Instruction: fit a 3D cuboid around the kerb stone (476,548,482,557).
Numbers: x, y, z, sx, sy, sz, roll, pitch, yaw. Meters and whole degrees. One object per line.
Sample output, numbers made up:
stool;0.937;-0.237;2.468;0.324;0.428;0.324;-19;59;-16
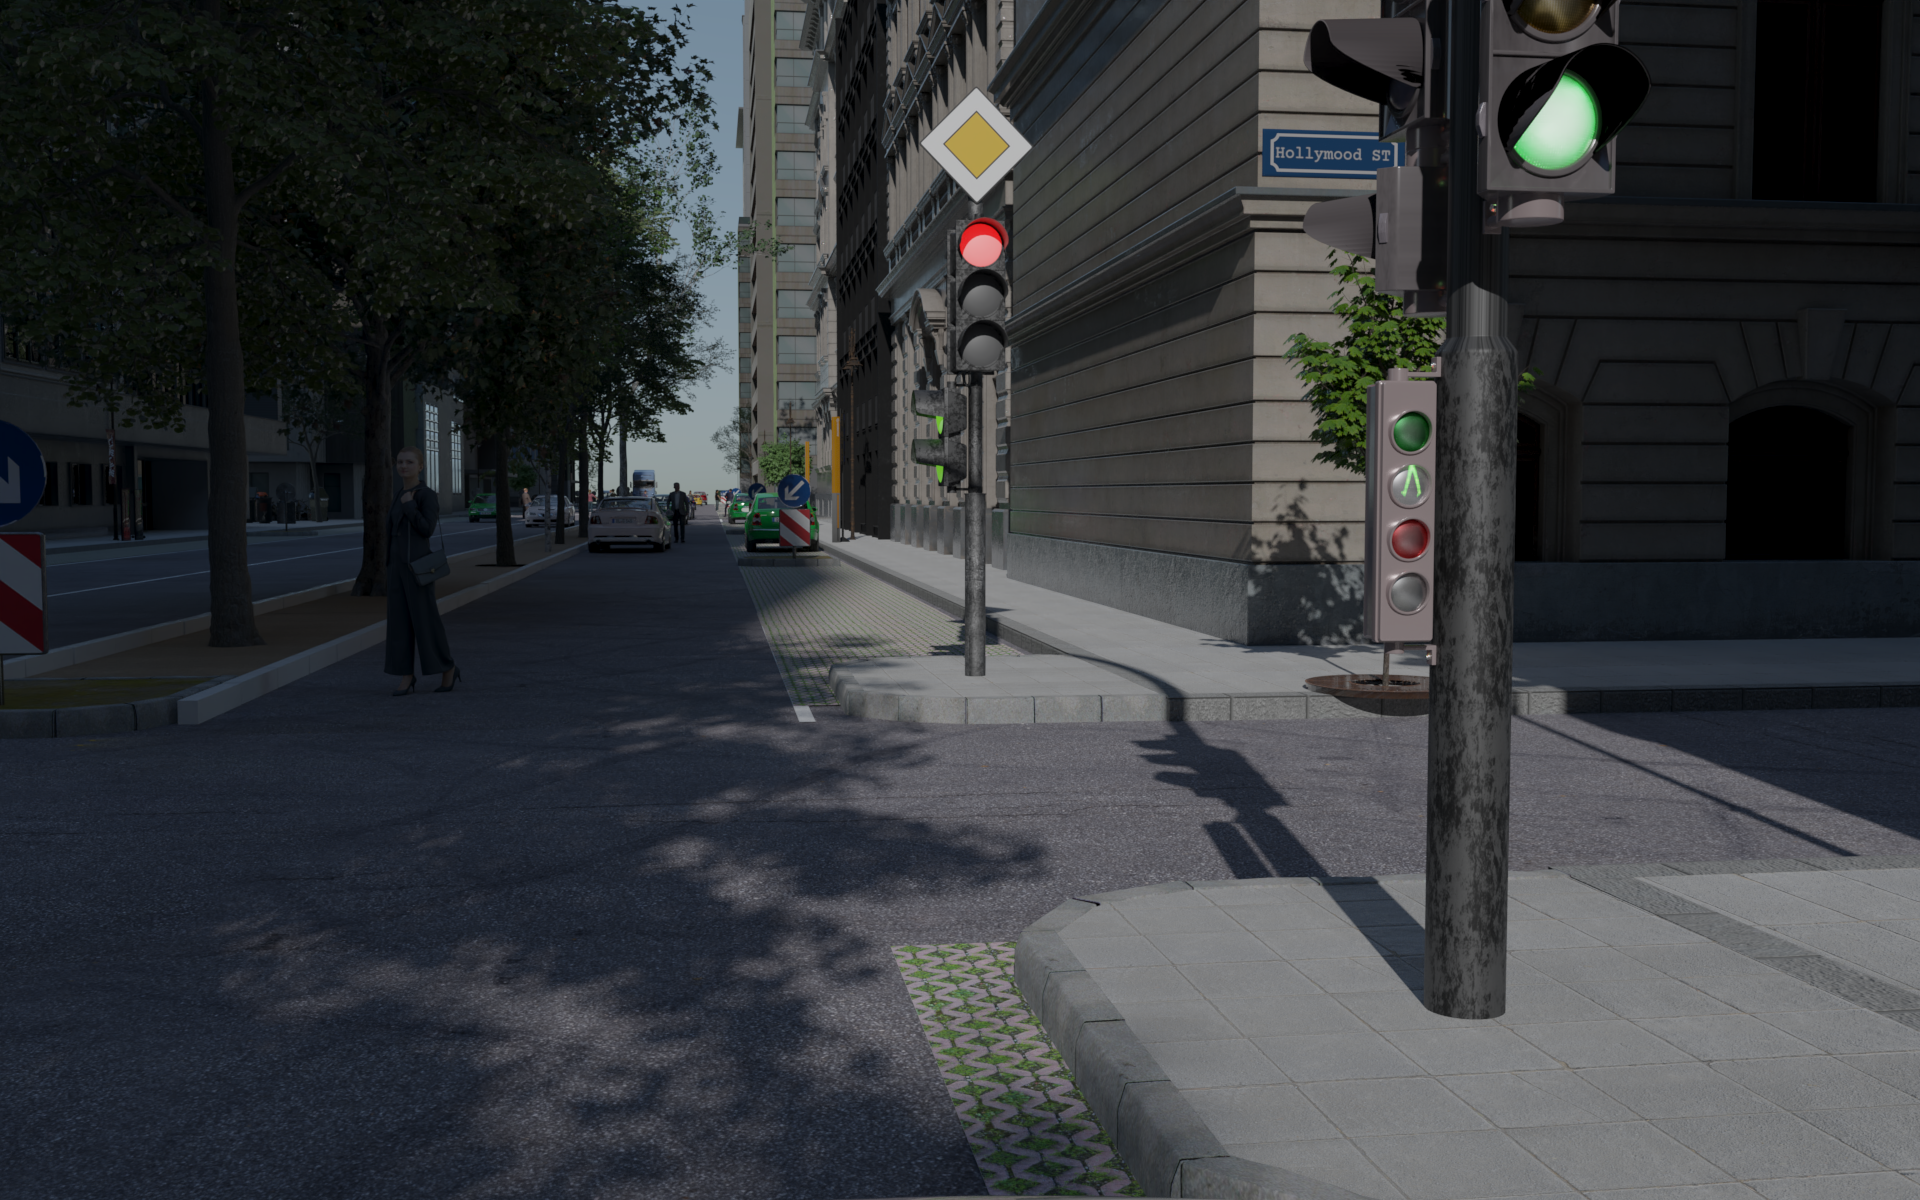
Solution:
kerb stone;-11.056;-1.049;39.354;0.120;0.150;1.000;-1;4;-8

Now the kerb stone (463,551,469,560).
kerb stone;-10.757;-0.925;37.315;0.120;0.150;1.000;-1;4;-8

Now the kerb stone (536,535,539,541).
kerb stone;-12.951;-1.856;52.538;0.120;0.150;1.000;-1;4;-8

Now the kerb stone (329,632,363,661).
kerb stone;-5.461;0.421;15.315;0.120;0.150;1.000;-1;4;-8

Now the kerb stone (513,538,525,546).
kerb stone;-12.365;-1.604;48.486;0.120;0.150;1.000;-1;4;-8

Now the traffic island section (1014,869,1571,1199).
traffic island section;1.271;1.097;4.346;2.009;0.180;2.903;-1;4;-8

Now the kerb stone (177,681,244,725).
kerb stone;-4.873;0.670;11.264;0.120;0.150;1.000;-1;4;-8

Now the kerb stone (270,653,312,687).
kerb stone;-5.170;0.545;13.286;0.120;0.150;1.000;-1;4;-8

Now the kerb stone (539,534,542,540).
kerb stone;-13.104;-1.918;53.548;0.120;0.150;1.000;-1;4;-8

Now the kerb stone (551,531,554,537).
kerb stone;-13.683;-2.166;57.616;0.120;0.150;1.000;-1;4;-8

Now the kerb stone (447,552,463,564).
kerb stone;-10.607;-0.862;36.297;0.120;0.150;1.000;-1;4;-8

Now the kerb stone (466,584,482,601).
kerb stone;-6.631;-0.075;23.420;0.120;0.150;1.000;-1;4;-8

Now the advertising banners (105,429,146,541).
advertising banners;-22.848;-3.132;47.403;0.090;3.025;2.074;0;4;0

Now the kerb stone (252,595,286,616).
kerb stone;-8.414;0.072;21.048;0.120;0.150;1.000;-1;4;-8

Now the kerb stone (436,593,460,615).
kerb stone;-6.337;0.049;21.388;0.120;0.150;1.000;-1;4;-8

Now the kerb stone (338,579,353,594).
kerb stone;-8.999;-0.178;25.113;0.120;0.150;1.000;-1;4;-8

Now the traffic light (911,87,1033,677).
traffic light;0.088;-1.420;12.130;0.839;4.253;0.868;-1;4;-8

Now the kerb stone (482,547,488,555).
kerb stone;-11.199;-1.108;40.373;0.120;0.150;1.000;-1;4;-8

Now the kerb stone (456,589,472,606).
kerb stone;-6.484;-0.011;22.408;0.120;0.150;1.000;-1;4;-8

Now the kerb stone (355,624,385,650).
kerb stone;-5.606;0.359;16.327;0.120;0.150;1.000;-1;4;-8

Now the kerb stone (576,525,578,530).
kerb stone;-15.152;-2.786;67.778;0.120;0.150;1.000;-1;4;-8

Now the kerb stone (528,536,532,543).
kerb stone;-12.661;-1.728;50.508;0.120;0.150;1.000;-1;4;-8

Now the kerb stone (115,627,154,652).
kerb stone;-7.680;0.382;15.973;0.120;0.150;1.000;-1;4;-8

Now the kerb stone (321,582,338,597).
kerb stone;-8.856;-0.116;24.095;0.120;0.150;1.000;-1;4;-8

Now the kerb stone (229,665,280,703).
kerb stone;-5.023;0.607;12.274;0.120;0.150;1.000;-1;4;-8

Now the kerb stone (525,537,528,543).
kerb stone;-12.529;-1.670;49.495;0.120;0.150;1.000;-1;4;-8

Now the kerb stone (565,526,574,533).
kerb stone;-14.859;-2.659;65.743;0.120;0.150;1.000;-1;4;-8

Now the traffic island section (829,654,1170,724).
traffic island section;0.130;0.614;12.250;2.009;0.180;2.903;-1;4;-8

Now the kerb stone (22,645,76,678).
kerb stone;-7.386;0.505;13.942;0.120;0.150;1.000;-1;4;-8

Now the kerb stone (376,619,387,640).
kerb stone;-5.756;0.297;17.341;0.120;0.150;1.000;-1;4;-8

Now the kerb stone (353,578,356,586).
kerb stone;-9.152;-0.238;26.130;0.120;0.150;1.000;-1;4;-8

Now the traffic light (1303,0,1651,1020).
traffic light;-0.828;-1.781;3.788;4.771;5.953;1.251;-1;4;-8

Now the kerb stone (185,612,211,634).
kerb stone;-7.970;0.261;18.007;0.120;0.150;1.000;-1;4;-8

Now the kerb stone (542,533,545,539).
kerb stone;-13.242;-1.978;54.570;0.120;0.150;1.000;-1;4;-8

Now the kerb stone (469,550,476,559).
kerb stone;-10.906;-0.988;38.343;0.120;0.150;1.000;-1;4;-8

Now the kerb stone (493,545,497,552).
kerb stone;-11.493;-1.235;42.395;0.120;0.150;1.000;-1;4;-8

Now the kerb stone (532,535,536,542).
kerb stone;-12.810;-1.794;51.522;0.120;0.150;1.000;-1;4;-8

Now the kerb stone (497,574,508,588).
kerb stone;-7.066;-0.260;26.467;0.120;0.150;1.000;-1;4;-8

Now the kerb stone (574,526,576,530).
kerb stone;-15.013;-2.723;66.764;0.120;0.150;1.000;-1;4;-8

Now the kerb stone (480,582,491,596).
kerb stone;-6.780;-0.124;24.431;0.120;0.150;1.000;-1;4;-8

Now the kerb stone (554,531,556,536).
kerb stone;-13.983;-2.290;59.641;0.120;0.150;1.000;-1;4;-8

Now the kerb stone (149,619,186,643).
kerb stone;-7.828;0.319;16.984;0.120;0.150;1.000;-1;4;-8

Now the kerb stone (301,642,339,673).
kerb stone;-5.316;0.483;14.303;0.120;0.150;1.000;-1;4;-8

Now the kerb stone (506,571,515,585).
kerb stone;-7.218;-0.321;27.477;0.120;0.150;1.000;-1;4;-8

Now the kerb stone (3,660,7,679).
kerb stone;-7.239;0.567;12.931;0.120;0.150;1.000;-1;4;-8

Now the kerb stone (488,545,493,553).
kerb stone;-11.349;-1.174;41.383;0.120;0.150;1.000;-1;4;-8

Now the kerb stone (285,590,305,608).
kerb stone;-8.557;0.008;22.068;0.120;0.150;1.000;-1;4;-8

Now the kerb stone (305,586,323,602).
kerb stone;-8.703;-0.050;23.080;0.120;0.150;1.000;-1;4;-8

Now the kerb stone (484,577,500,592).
kerb stone;-6.921;-0.199;25.448;0.120;0.150;1.000;-1;4;-8

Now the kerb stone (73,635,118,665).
kerb stone;-7.529;0.442;14.962;0.120;0.150;1.000;-1;4;-8
